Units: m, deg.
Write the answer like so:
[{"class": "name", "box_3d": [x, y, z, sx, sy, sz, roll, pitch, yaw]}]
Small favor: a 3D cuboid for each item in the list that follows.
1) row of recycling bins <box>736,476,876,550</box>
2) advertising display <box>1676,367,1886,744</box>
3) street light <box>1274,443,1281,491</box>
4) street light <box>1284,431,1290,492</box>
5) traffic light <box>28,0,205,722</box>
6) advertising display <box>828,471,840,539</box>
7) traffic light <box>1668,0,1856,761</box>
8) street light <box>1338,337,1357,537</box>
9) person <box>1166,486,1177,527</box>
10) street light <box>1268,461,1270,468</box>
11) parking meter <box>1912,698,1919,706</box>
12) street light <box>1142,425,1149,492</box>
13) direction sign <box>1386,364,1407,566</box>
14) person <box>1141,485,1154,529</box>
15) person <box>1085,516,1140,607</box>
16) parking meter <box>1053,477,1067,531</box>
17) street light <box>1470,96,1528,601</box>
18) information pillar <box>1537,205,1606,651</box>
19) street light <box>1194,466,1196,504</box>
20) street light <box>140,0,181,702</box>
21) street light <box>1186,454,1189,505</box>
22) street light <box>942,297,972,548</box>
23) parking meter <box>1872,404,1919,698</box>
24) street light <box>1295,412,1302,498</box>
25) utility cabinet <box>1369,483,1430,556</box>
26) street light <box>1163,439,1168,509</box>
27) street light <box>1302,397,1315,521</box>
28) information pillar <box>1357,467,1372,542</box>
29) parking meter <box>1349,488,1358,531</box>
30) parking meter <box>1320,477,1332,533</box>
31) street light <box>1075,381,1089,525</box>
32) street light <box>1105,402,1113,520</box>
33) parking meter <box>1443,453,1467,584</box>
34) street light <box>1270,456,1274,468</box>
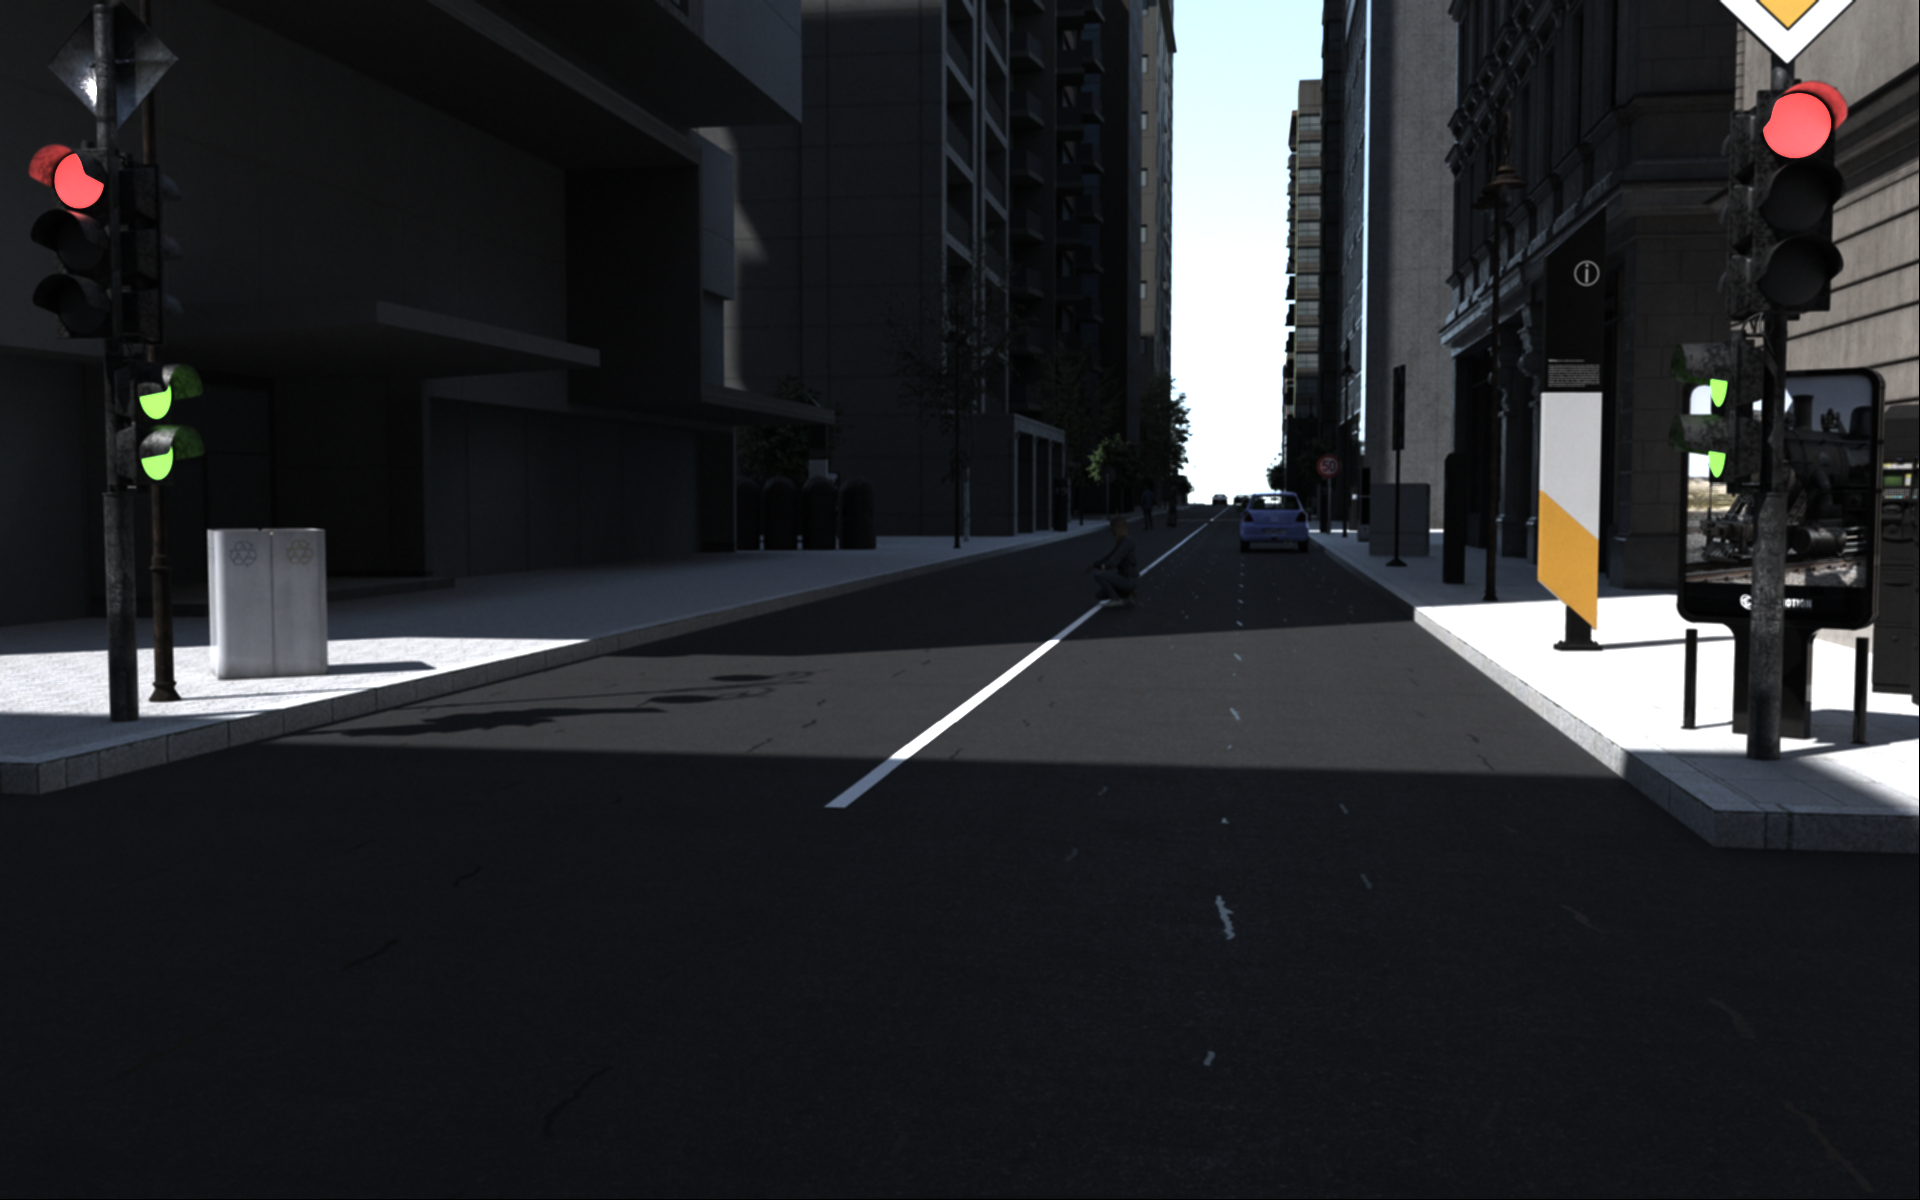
[{"class": "row of recycling bins", "box_3d": [-3.687, -2.017, 40.089, 3.534, 1.692, 1.069, -1, 4, -14]}, {"class": "advertising display", "box_3d": [4.308, -0.240, 9.143, 0.974, 1.923, 0.123, 3, 5, 41]}, {"class": "street light", "box_3d": [29.047, -11.300, 157.547, 0.468, 5.910, 1.993, 1, 4, 9]}, {"class": "street light", "box_3d": [24.051, -9.460, 127.463, 0.468, 5.910, 1.993, 1, 4, 9]}, {"class": "traffic light", "box_3d": [-4.718, -1.270, 9.691, 0.839, 4.253, 0.868, 1, 4, 9]}, {"class": "advertising display", "box_3d": [-3.902, -2.713, 49.574, 0.974, 1.923, 0.123, 1, 4, 16]}, {"class": "traffic light", "box_3d": [3.880, -1.185, 8.292, 0.839, 4.253, 0.868, 1, 4, 9]}, {"class": "street light", "box_3d": [11.439, -4.803, 51.312, 0.468, 5.910, 1.993, 1, 4, 9]}, {"class": "person", "box_3d": [9.315, -4.129, 76.221, 0.699, 1.804, 1.509, 1, 4, 20]}, {"class": "street light", "box_3d": [37.431, -14.408, 208.362, 0.468, 5.910, 1.993, 1, 4, 9]}, {"class": "parking meter", "box_3d": [5.959, -0.289, 10.439, 0.399, 1.863, 0.255, 1, 4, 17]}, {"class": "street light", "box_3d": [12.372, -8.739, 115.672, 0.468, 5.910, 1.993, 1, 4, 9]}, {"class": "direction sign", "box_3d": [7.778, -2.371, 30.762, 0.379, 3.537, 0.876, 0, 4, 3]}, {"class": "person", "box_3d": [7.618, -3.766, 70.257, 0.721, 1.800, 0.419, -2, 4, -31]}, {"class": "person", "box_3d": [1.925, -0.494, 22.075, 0.738, 1.151, 1.012, 1, 4, 8]}, {"class": "parking meter", "box_3d": [3.489, -3.354, 60.542, 0.399, 1.863, 0.255, 2, 4, 25]}, {"class": "street light", "box_3d": [6.384, -2.929, 20.671, 0.468, 5.910, 1.993, 1, 4, 9]}, {"class": "information pillar", "box_3d": [5.002, -1.394, 14.140, 0.504, 3.616, 0.183, 0, 4, 1]}, {"class": "street light", "box_3d": [30.982, -15.643, 228.553, 0.468, 5.910, 1.993, 1, 4, 9]}, {"class": "street light", "box_3d": [-4.939, -2.312, 10.581, 0.468, 5.910, 1.993, 1, 4, 9]}, {"class": "street light", "box_3d": [26.014, -13.782, 198.122, 0.468, 5.910, 1.993, 1, 4, 9]}, {"class": "street light", "box_3d": [-0.069, -4.162, 40.838, 0.468, 5.910, 1.993, 1, 4, 9]}, {"class": "parking meter", "box_3d": [6.086, -0.335, 11.182, 0.255, 1.863, 0.399, 3, 4, 38]}, {"class": "street light", "box_3d": [19.038, -7.614, 97.275, 0.468, 5.910, 1.993, 1, 4, 9]}, {"class": "utility cabinet", "box_3d": [9.077, -1.656, 35.756, 1.173, 1.500, 0.318, 2, 4, 30]}, {"class": "street light", "box_3d": [17.279, -10.581, 145.788, 0.468, 5.910, 1.993, 1, 4, 9]}, {"class": "street light", "box_3d": [16.458, -6.643, 81.393, 0.468, 5.910, 1.993, 1, 4, 9]}, {"class": "information pillar", "box_3d": [10.906, -2.583, 46.727, 0.304, 2.012, 0.304, 0, 4, 1]}, {"class": "parking meter", "box_3d": [13.825, -3.198, 60.693, 0.372, 1.533, 0.369, 0, 3, 0]}, {"class": "parking meter", "box_3d": [12.183, -3.180, 57.706, 0.255, 1.863, 0.399, 2, 4, 35]}, {"class": "street light", "box_3d": [4.981, -6.002, 70.913, 0.468, 5.910, 1.993, 1, 4, 9]}, {"class": "street light", "box_3d": [7.352, -6.896, 85.543, 0.468, 5.910, 1.993, 1, 4, 9]}, {"class": "parking meter", "box_3d": [7.104, -1.172, 24.877, 0.255, 1.863, 0.399, 0, 4, 6]}, {"class": "street light", "box_3d": [32.396, -12.556, 178.080, 0.468, 5.910, 1.993, 1, 4, 9]}]
